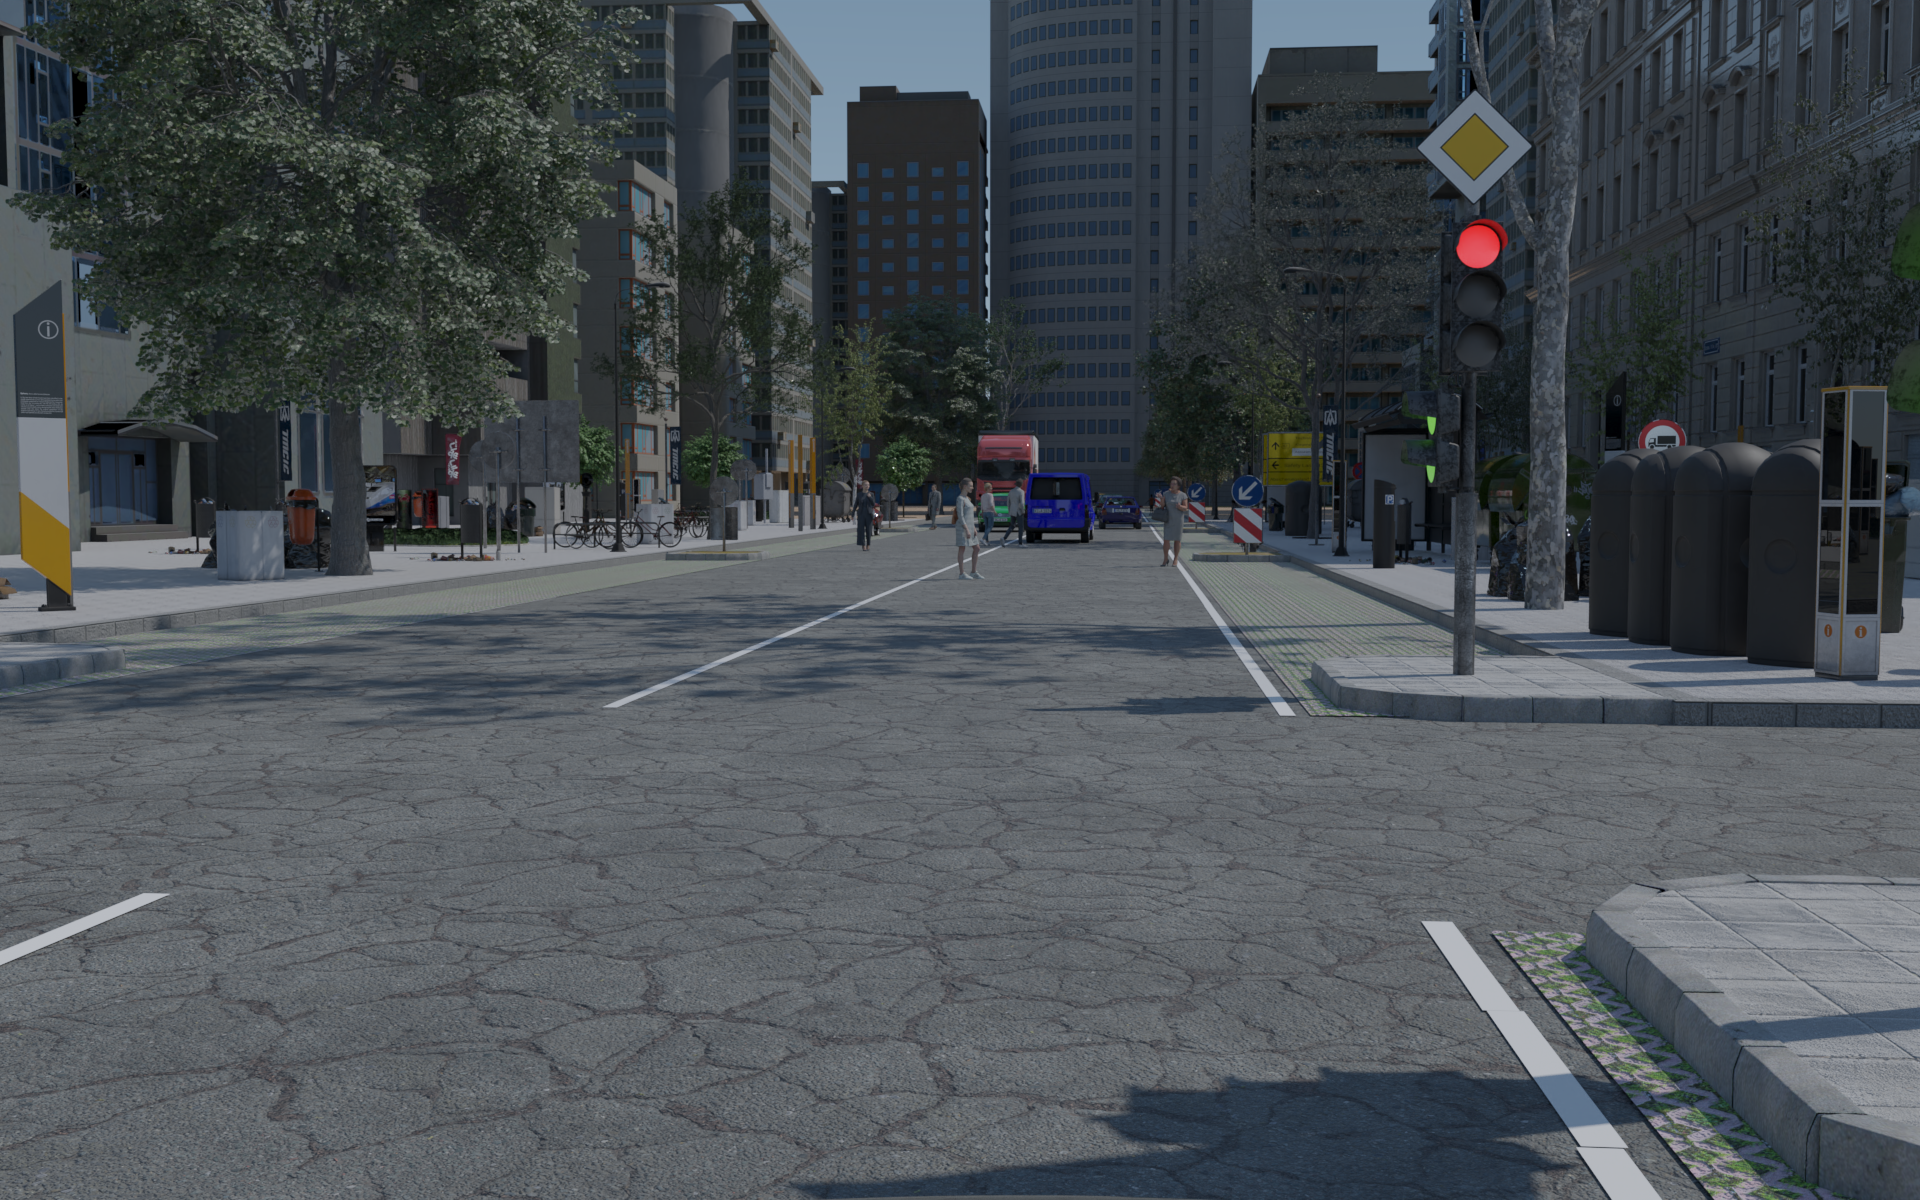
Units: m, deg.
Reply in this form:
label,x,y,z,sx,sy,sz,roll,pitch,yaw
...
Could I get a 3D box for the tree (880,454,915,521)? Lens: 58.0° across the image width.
label,x,y,z,sx,sy,sz,roll,pitch,yaw
tree,-3.192,-5.450,83.706,1.663,3.219,1.824,0,3,0

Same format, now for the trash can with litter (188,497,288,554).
label,x,y,z,sx,sy,sz,roll,pitch,yaw
trash can with litter,-13.579,-1.398,33.914,1.678,1.210,2.233,3,5,42

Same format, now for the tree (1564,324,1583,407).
label,x,y,z,sx,sy,sz,roll,pitch,yaw
tree,20.809,-6.949,63.980,4.360,8.622,3.978,0,3,0

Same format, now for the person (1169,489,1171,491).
label,x,y,z,sx,sy,sz,roll,pitch,yaw
person,12.913,-5.968,106.632,0.990,1.755,0.434,3,4,38

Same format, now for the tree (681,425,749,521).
label,x,y,z,sx,sy,sz,roll,pitch,yaw
tree,-11.837,-6.074,83.017,4.285,4.588,4.351,0,3,0

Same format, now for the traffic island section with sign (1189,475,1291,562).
label,x,y,z,sx,sy,sz,roll,pitch,yaw
traffic island section with sign,5.997,-1.741,37.086,1.989,1.847,2.006,0,4,5

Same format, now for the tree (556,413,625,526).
label,x,y,z,sx,sy,sz,roll,pitch,yaw
tree,-15.276,-5.293,70.252,4.285,4.588,4.351,0,3,0

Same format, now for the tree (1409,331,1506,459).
label,x,y,z,sx,sy,sz,roll,pitch,yaw
tree,21.406,-7.645,75.354,4.737,8.622,4.395,0,3,0

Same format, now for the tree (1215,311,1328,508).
label,x,y,z,sx,sy,sz,roll,pitch,yaw
tree,12.167,-7.215,68.328,4.737,8.622,4.395,0,3,0

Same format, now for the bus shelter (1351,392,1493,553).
label,x,y,z,sx,sy,sz,roll,pitch,yaw
bus shelter,9.663,-2.617,36.707,2.014,3.302,5.546,0,4,5

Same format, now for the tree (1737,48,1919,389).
label,x,y,z,sx,sy,sz,roll,pitch,yaw
tree,15.389,-4.843,29.538,4.360,8.622,3.978,0,3,0

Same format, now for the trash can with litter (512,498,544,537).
label,x,y,z,sx,sy,sz,roll,pitch,yaw
trash can with litter,-12.980,-2.494,52.157,0.624,1.170,1.055,1,4,15

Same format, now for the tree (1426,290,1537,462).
label,x,y,z,sx,sy,sz,roll,pitch,yaw
tree,17.866,-6.637,58.878,4.360,8.622,3.978,0,3,0

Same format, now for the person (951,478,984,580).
label,x,y,z,sx,sy,sz,roll,pitch,yaw
person,0.098,-1.194,29.033,0.522,1.701,0.512,1,4,19

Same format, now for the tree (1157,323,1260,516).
label,x,y,z,sx,sy,sz,roll,pitch,yaw
tree,15.459,-11.293,102.774,7.486,12.596,7.792,0,3,0

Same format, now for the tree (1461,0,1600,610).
label,x,y,z,sx,sy,sz,roll,pitch,yaw
tree,7.449,-10.033,19.925,12.611,20.169,13.585,0,3,0

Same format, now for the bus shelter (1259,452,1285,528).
label,x,y,z,sx,sy,sz,roll,pitch,yaw
bus shelter,12.102,-4.229,63.074,2.014,3.302,5.546,0,4,6

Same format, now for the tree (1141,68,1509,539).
label,x,y,z,sx,sy,sz,roll,pitch,yaw
tree,10.285,-8.503,49.401,12.009,13.543,11.850,0,3,0

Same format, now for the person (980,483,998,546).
label,x,y,z,sx,sy,sz,roll,pitch,yaw
person,0.760,-2.375,47.996,0.731,1.740,0.598,3,5,40

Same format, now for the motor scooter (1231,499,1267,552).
label,x,y,z,sx,sy,sz,roll,pitch,yaw
motor scooter,6.581,-1.626,39.355,0.815,1.314,1.986,0,4,4

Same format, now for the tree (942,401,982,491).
label,x,y,z,sx,sy,sz,roll,pitch,yaw
tree,0.150,-10.564,123.090,4.737,8.622,4.395,0,3,0

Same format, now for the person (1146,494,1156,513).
label,x,y,z,sx,sy,sz,roll,pitch,yaw
person,13.654,-6.843,123.640,1.065,1.426,0.557,-3,5,-41

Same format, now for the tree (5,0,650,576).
label,x,y,z,sx,sy,sz,roll,pitch,yaw
tree,-9.681,-7.357,26.942,9.857,13.997,8.962,0,3,0

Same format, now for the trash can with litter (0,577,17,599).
label,x,y,z,sx,sy,sz,roll,pitch,yaw
trash can with litter,-12.094,-0.597,21.150,1.055,1.170,0.624,0,4,0

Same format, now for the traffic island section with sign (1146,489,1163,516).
label,x,y,z,sx,sy,sz,roll,pitch,yaw
traffic island section with sign,13.410,-6.428,113.729,1.989,1.847,2.006,0,4,5

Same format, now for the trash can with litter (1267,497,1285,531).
label,x,y,z,sx,sy,sz,roll,pitch,yaw
trash can with litter,11.127,-2.955,59.706,1.055,1.170,0.624,2,4,25

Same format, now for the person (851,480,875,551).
label,x,y,z,sx,sy,sz,roll,pitch,yaw
person,-2.418,-2.120,43.588,0.576,1.772,0.534,-2,4,-24

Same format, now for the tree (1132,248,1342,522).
label,x,y,z,sx,sy,sz,roll,pitch,yaw
tree,12.659,-9.918,79.163,9.611,12.733,9.660,0,3,0

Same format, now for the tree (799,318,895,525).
label,x,y,z,sx,sy,sz,roll,pitch,yaw
tree,-4.507,-7.470,72.496,4.737,8.622,4.395,0,3,0

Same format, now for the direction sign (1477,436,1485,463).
label,x,y,z,sx,sy,sz,roll,pitch,yaw
direction sign,20.222,-4.619,67.510,0.379,3.537,0.876,-1,4,-9

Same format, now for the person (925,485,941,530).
label,x,y,z,sx,sy,sz,roll,pitch,yaw
person,-1.086,-3.726,69.528,0.694,1.812,0.767,3,4,38

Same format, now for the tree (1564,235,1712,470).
label,x,y,z,sx,sy,sz,roll,pitch,yaw
tree,19.644,-6.094,49.995,4.737,8.622,4.395,0,3,0

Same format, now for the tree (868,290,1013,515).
label,x,y,z,sx,sy,sz,roll,pitch,yaw
tree,-1.395,-12.258,107.071,9.857,13.997,8.962,0,3,0

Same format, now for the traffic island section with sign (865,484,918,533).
label,x,y,z,sx,sy,sz,roll,pitch,yaw
traffic island section with sign,-2.630,-3.444,64.932,1.989,1.847,2.006,0,4,5

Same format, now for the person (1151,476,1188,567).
label,x,y,z,sx,sy,sz,roll,pitch,yaw
person,4.109,-1.547,34.159,0.716,1.782,0.532,1,4,21

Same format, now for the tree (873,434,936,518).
label,x,y,z,sx,sy,sz,roll,pitch,yaw
tree,-2.972,-6.735,93.825,4.285,4.588,4.351,0,3,0

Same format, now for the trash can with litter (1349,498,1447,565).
label,x,y,z,sx,sy,sz,roll,pitch,yaw
trash can with litter,8.252,-1.296,32.242,1.678,1.210,2.233,0,4,1

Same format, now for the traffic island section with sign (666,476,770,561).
label,x,y,z,sx,sy,sz,roll,pitch,yaw
traffic island section with sign,-5.237,-1.793,37.942,1.989,1.847,2.006,0,4,5

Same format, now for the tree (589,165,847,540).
label,x,y,z,sx,sy,sz,roll,pitch,yaw
tree,-6.667,-6.979,48.511,7.601,10.594,8.767,-2,4,-26

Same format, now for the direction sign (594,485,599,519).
label,x,y,z,sx,sy,sz,roll,pitch,yaw
direction sign,-18.852,-5.991,89.948,0.379,3.537,0.876,0,4,1

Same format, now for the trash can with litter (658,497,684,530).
label,x,y,z,sx,sy,sz,roll,pitch,yaw
trash can with litter,-10.382,-3.112,62.264,1.055,1.170,0.624,0,4,-3

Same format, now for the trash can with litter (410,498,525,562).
label,x,y,z,sx,sy,sz,roll,pitch,yaw
trash can with litter,-9.689,-1.379,33.606,2.233,1.210,1.678,2,4,30

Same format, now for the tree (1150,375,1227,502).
label,x,y,z,sx,sy,sz,roll,pitch,yaw
tree,18.350,-12.776,134.649,9.928,11.665,9.643,0,3,0

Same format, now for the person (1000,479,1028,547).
label,x,y,z,sx,sy,sz,roll,pitch,yaw
person,1.470,-2.329,46.433,0.795,1.843,0.661,-3,4,-38

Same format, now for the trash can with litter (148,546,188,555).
label,x,y,z,sx,sy,sz,roll,pitch,yaw
trash can with litter,-16.508,-1.613,37.430,2.233,1.210,1.678,1,4,23

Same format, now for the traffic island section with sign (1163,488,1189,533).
label,x,y,z,sx,sy,sz,roll,pitch,yaw
traffic island section with sign,8.615,-3.391,64.071,1.989,1.847,2.006,0,4,5

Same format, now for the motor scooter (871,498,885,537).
label,x,y,z,sx,sy,sz,roll,pitch,yaw
motor scooter,-2.920,-2.816,58.814,0.815,1.314,1.986,0,4,5

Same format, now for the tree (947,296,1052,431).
label,x,y,z,sx,sy,sz,roll,pitch,yaw
tree,4.780,-18.823,163.651,12.611,20.169,13.585,0,3,0
